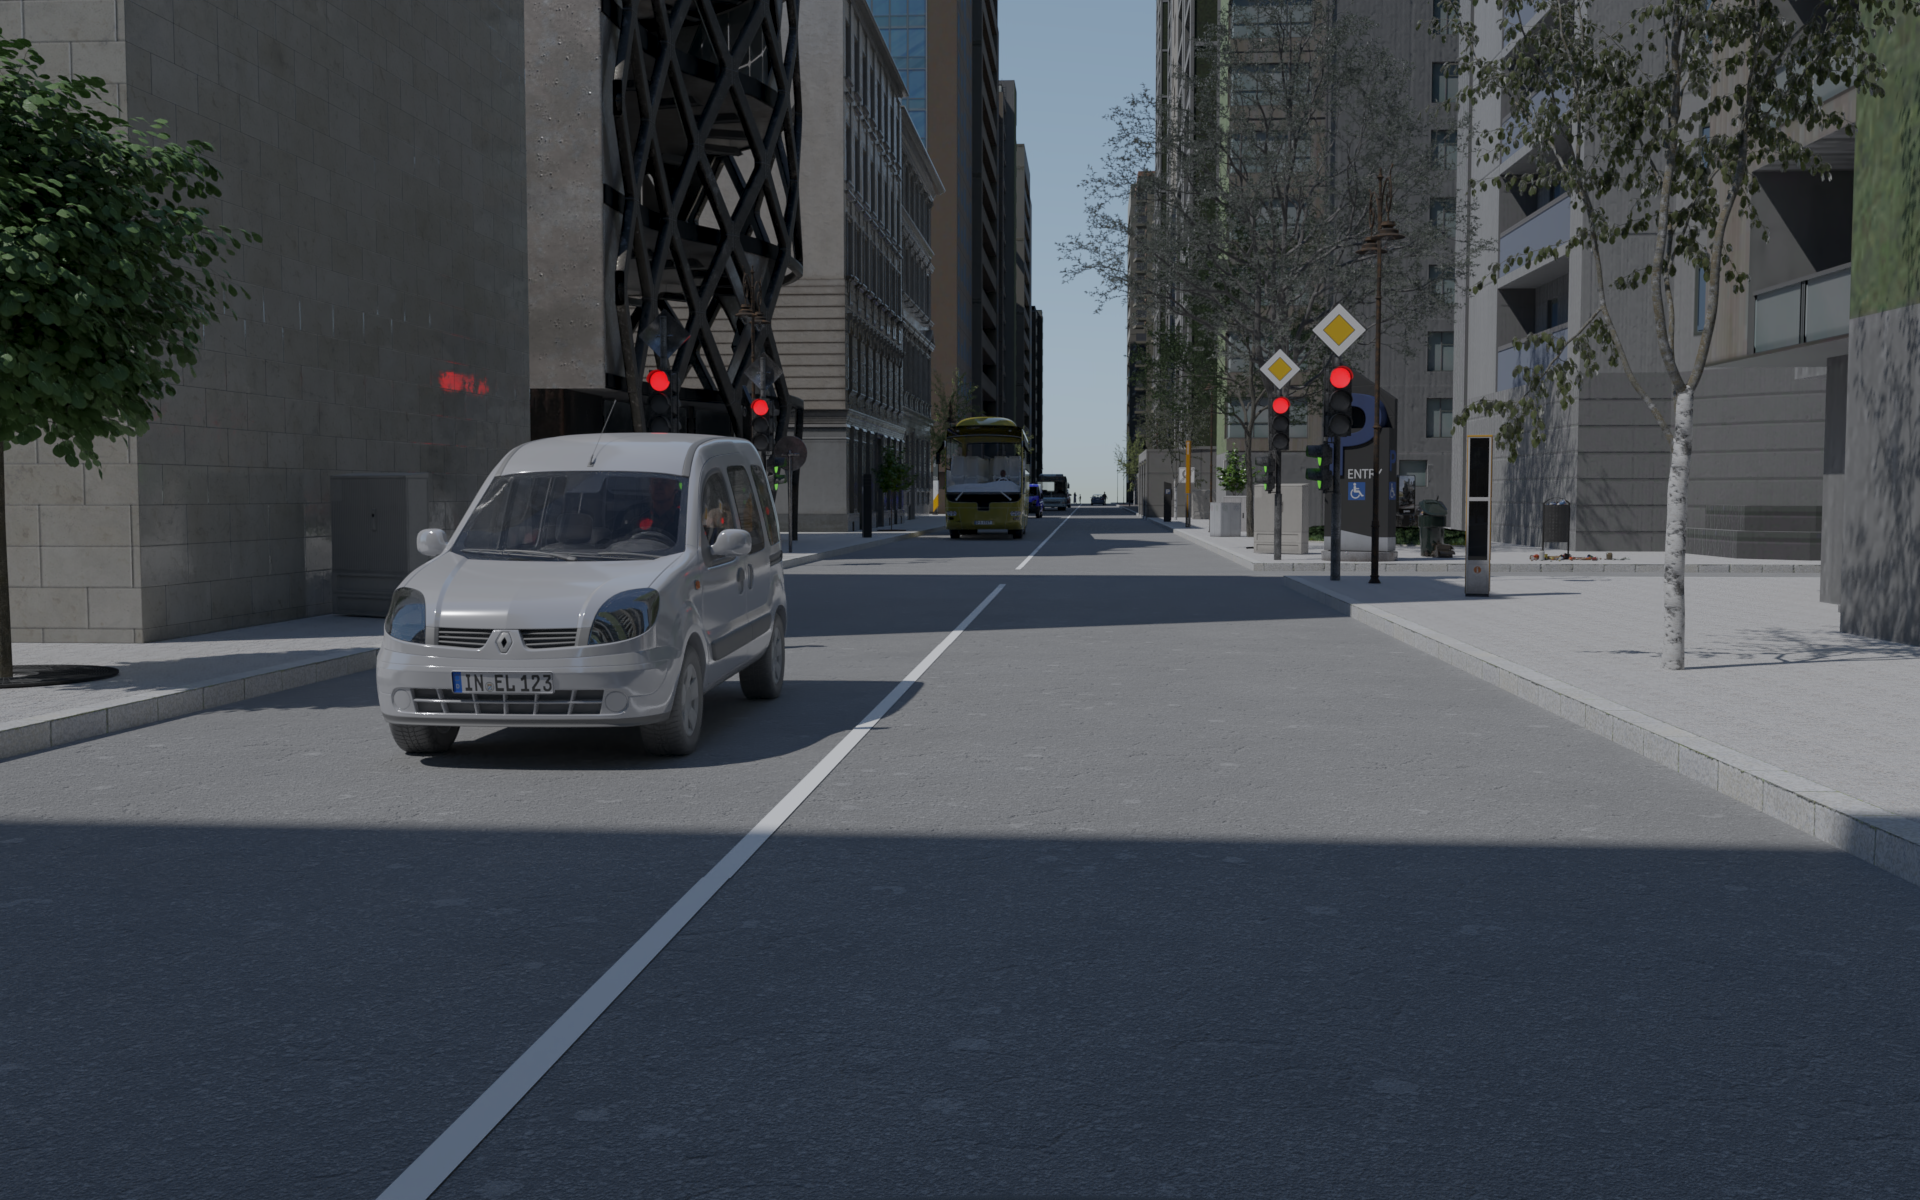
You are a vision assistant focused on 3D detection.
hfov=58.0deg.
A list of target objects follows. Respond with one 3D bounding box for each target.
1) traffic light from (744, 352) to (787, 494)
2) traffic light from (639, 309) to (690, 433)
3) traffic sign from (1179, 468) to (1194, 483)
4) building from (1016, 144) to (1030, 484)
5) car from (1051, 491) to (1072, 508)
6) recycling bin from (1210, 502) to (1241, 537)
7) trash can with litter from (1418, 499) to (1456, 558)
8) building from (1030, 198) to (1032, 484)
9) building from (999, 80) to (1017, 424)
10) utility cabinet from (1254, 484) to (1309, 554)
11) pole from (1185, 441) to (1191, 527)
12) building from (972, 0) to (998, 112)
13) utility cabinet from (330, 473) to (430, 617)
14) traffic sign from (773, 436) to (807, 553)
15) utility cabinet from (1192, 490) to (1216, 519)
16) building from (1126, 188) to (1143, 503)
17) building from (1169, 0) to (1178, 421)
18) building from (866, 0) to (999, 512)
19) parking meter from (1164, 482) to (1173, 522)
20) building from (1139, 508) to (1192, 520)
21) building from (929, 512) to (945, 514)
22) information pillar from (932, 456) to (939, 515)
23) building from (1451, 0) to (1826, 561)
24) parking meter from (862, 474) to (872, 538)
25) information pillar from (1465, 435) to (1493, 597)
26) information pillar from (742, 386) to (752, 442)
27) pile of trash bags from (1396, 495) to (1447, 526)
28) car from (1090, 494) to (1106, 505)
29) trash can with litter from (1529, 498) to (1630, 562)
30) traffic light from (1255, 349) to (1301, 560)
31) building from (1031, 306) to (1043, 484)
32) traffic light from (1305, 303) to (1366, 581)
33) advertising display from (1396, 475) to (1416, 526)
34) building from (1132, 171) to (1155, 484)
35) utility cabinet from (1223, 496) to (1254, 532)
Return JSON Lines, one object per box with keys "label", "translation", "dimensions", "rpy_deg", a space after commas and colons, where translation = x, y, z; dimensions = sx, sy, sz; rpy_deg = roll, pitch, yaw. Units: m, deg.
{"label": "traffic light", "translation": [-3.874, -2.777, 34.321], "dimensions": [0.839, 4.253, 0.868], "rpy_deg": [0, 4, 4]}
{"label": "traffic light", "translation": [-4.477, -2.290, 26.359], "dimensions": [0.839, 4.253, 0.868], "rpy_deg": [0, 4, 4]}
{"label": "traffic sign", "translation": [8.772, -3.970, 67.035], "dimensions": [0.606, 2.300, 0.079], "rpy_deg": [1, 4, 8]}
{"label": "building", "translation": [-1.778, -37.018, 228.937], "dimensions": [21.300, 48.544, 21.600], "rpy_deg": [0, 4, 4]}
{"label": "car", "translation": [10.605, -10.586, 181.759], "dimensions": [2.281, 1.827, 5.304], "rpy_deg": [0, 4, 5]}
{"label": "recycling bin", "translation": [7.971, -2.413, 52.009], "dimensions": [0.722, 1.027, 0.722], "rpy_deg": [-1, 4, -17]}
{"label": "trash can with litter", "translation": [9.753, -1.457, 35.203], "dimensions": [0.624, 1.170, 1.055], "rpy_deg": [-1, 4, -12]}
{"label": "building", "translation": [3.056, -36.499, 246.865], "dimensions": [14.600, 45.320, 14.200], "rpy_deg": [0, 4, 4]}
{"label": "building", "translation": [-1.875, -29.545, 166.652], "dimensions": [14.154, 41.232, 14.086], "rpy_deg": [0, 4, 4]}
{"label": "utility cabinet", "translation": [6.858, -1.732, 37.004], "dimensions": [1.173, 1.500, 0.318], "rpy_deg": [3, 5, 42]}
{"label": "pole", "translation": [8.765, -4.442, 66.467], "dimensions": [0.158, 3.312, 0.155], "rpy_deg": [0, 3, 0]}
{"label": "building", "translation": [-8.282, -31.235, 134.400], "dimensions": [21.300, 48.544, 21.600], "rpy_deg": [0, 4, 4]}
{"label": "utility cabinet", "translation": [-6.032, -0.569, 17.983], "dimensions": [1.173, 1.500, 0.318], "rpy_deg": [2, 4, 32]}
{"label": "traffic sign", "translation": [-3.721, -2.313, 37.930], "dimensions": [0.768, 2.556, 0.104], "rpy_deg": [1, 4, 10]}
{"label": "utility cabinet", "translation": [12.255, -4.790, 86.998], "dimensions": [1.173, 1.500, 0.318], "rpy_deg": [0, 4, -3]}
{"label": "building", "translation": [35.507, -38.626, 255.232], "dimensions": [21.300, 48.544, 21.600], "rpy_deg": [0, 4, 4]}
{"label": "building", "translation": [29.363, -32.803, 125.569], "dimensions": [28.713, 52.752, 27.495], "rpy_deg": [0, 4, 4]}
{"label": "building", "translation": [-3.858, -30.728, 152.520], "dimensions": [14.600, 45.320, 14.200], "rpy_deg": [0, 4, 4]}
{"label": "parking meter", "translation": [9.612, -4.543, 79.994], "dimensions": [0.399, 1.863, 0.255], "rpy_deg": [0, 4, 8]}
{"label": "building", "translation": [20.672, -40.241, 96.185], "dimensions": [20.563, 71.187, 20.611], "rpy_deg": [0, 4, 4]}
{"label": "building", "translation": [-6.553, -28.522, 116.450], "dimensions": [14.600, 45.320, 14.200], "rpy_deg": [0, 4, 4]}
{"label": "information pillar", "translation": [-1.480, -7.045, 106.546], "dimensions": [0.183, 3.616, 0.504], "rpy_deg": [-3, 4, -37]}
{"label": "building", "translation": [28.034, -30.476, 40.288], "dimensions": [28.212, 58.520, 21.231], "rpy_deg": [0, 4, 4]}
{"label": "parking meter", "translation": [-2.746, -2.775, 51.087], "dimensions": [0.255, 1.863, 0.399], "rpy_deg": [-1, 4, -11]}
{"label": "information pillar", "translation": [6.498, -1.052, 21.688], "dimensions": [0.304, 2.012, 0.304], "rpy_deg": [1, 4, 19]}
{"label": "information pillar", "translation": [-4.564, -2.813, 37.340], "dimensions": [0.183, 3.616, 0.504], "rpy_deg": [-2, 4, -28]}
{"label": "pile of trash bags", "translation": [16.739, -3.169, 61.561], "dimensions": [1.912, 1.369, 3.447], "rpy_deg": [-3, 5, -40]}
{"label": "car", "translation": [17.532, -12.732, 220.168], "dimensions": [2.014, 1.417, 4.499], "rpy_deg": [0, 4, 6]}
{"label": "trash can with litter", "translation": [11.998, -1.380, 33.623], "dimensions": [2.233, 1.210, 1.678], "rpy_deg": [0, 4, -1]}
{"label": "traffic light", "translation": [6.160, -2.731, 33.580], "dimensions": [0.839, 4.253, 0.868], "rpy_deg": [0, 4, 4]}
{"label": "building", "translation": [5.341, -29.974, 261.773], "dimensions": [14.160, 30.474, 14.107], "rpy_deg": [0, 4, 4]}
{"label": "traffic light", "translation": [5.557, -2.244, 25.618], "dimensions": [0.839, 4.253, 0.868], "rpy_deg": [0, 4, 4]}
{"label": "advertising display", "translation": [14.772, -3.194, 57.434], "dimensions": [0.974, 1.923, 0.123], "rpy_deg": [-3, 5, -42]}
{"label": "building", "translation": [34.184, -35.179, 229.802], "dimensions": [22.147, 44.769, 28.867], "rpy_deg": [0, 4, 4]}
{"label": "utility cabinet", "translation": [9.550, -2.945, 59.319], "dimensions": [1.020, 1.237, 0.306], "rpy_deg": [2, 4, 26]}
